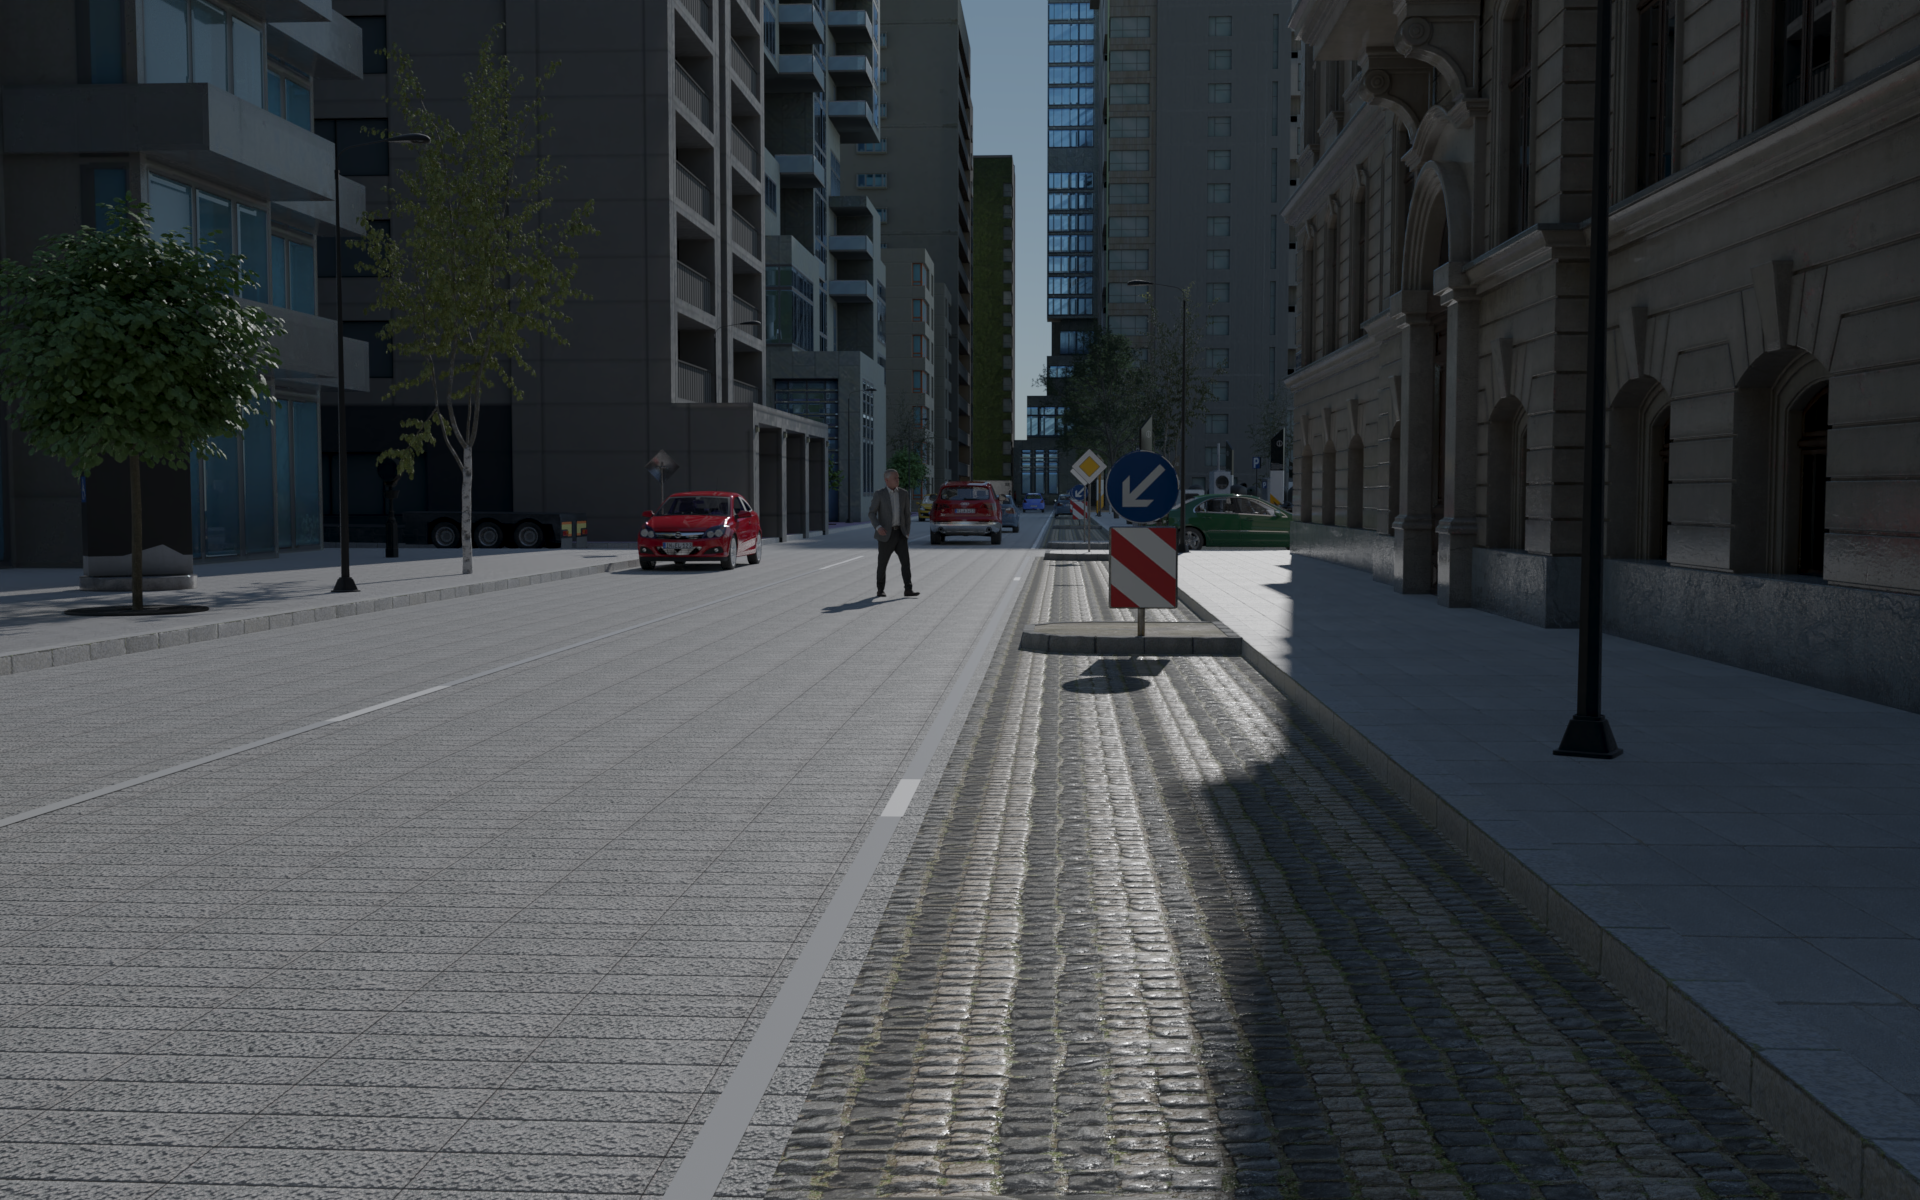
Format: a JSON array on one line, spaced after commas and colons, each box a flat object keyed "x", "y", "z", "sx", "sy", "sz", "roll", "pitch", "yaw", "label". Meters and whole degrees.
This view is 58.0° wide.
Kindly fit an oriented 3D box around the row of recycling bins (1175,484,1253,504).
[{"x": 10.493, "y": -4.072, "z": 73.686, "sx": 3.534, "sy": 1.692, "sz": 1.069, "roll": -1, "pitch": 4, "yaw": -10, "label": "row of recycling bins"}]

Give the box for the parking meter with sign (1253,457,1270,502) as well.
[{"x": 14.641, "y": -5.221, "z": 81.622, "sx": 1.738, "sy": 3.016, "sz": 0.543, "roll": -2, "pitch": 4, "yaw": -28, "label": "parking meter with sign"}]

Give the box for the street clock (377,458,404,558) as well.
[{"x": -11.472, "y": -1.856, "z": 34.923, "sx": 0.471, "sy": 2.002, "sz": 0.358, "roll": 1, "pitch": 4, "yaw": 13, "label": "street clock"}]

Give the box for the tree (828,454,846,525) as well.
[{"x": -5.536, "y": -4.740, "z": 72.099, "sx": 1.663, "sy": 3.219, "sz": 1.824, "roll": 0, "pitch": 3, "yaw": 0, "label": "tree"}]

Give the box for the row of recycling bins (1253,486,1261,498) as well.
[{"x": 14.403, "y": -5.133, "z": 91.036, "sx": 1.069, "sy": 1.692, "sz": 3.534, "roll": -3, "pitch": 5, "yaw": -39, "label": "row of recycling bins"}]

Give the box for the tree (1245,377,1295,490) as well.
[{"x": 19.690, "y": -9.671, "z": 108.488, "sx": 4.360, "sy": 8.622, "sz": 3.978, "roll": 0, "pitch": 3, "yaw": 0, "label": "tree"}]

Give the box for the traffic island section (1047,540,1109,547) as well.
[{"x": 3.348, "y": -1.469, "z": 46.294, "sx": 2.009, "sy": 0.180, "sz": 2.903, "roll": 0, "pitch": 4, "yaw": 3, "label": "traffic island section"}]

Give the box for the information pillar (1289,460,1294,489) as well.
[{"x": 22.518, "y": -7.714, "z": 117.486, "sx": 0.504, "sy": 3.616, "sz": 0.183, "roll": 0, "pitch": 4, "yaw": 5, "label": "information pillar"}]

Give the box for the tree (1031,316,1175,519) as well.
[{"x": 7.928, "y": -9.561, "z": 90.742, "sx": 7.601, "sy": 10.594, "sz": 8.767, "roll": 2, "pitch": 4, "yaw": 33, "label": "tree"}]

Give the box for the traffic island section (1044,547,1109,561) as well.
[{"x": 2.877, "y": -0.981, "z": 38.322, "sx": 2.009, "sy": 0.180, "sz": 2.903, "roll": 0, "pitch": 4, "yaw": 3, "label": "traffic island section"}]

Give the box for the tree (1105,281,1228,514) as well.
[{"x": 7.365, "y": -6.747, "z": 60.679, "sx": 4.360, "sy": 8.622, "sz": 3.978, "roll": 0, "pitch": 3, "yaw": 0, "label": "tree"}]

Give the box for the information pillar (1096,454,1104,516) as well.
[{"x": 8.080, "y": -6.653, "z": 100.127, "sx": 0.504, "sy": 3.616, "sz": 0.183, "roll": -2, "pitch": 4, "yaw": -35, "label": "information pillar"}]

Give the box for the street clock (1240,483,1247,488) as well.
[{"x": 18.447, "y": -6.620, "z": 112.806, "sx": 0.471, "sy": 2.002, "sz": 0.358, "roll": -2, "pitch": 4, "yaw": -30, "label": "street clock"}]

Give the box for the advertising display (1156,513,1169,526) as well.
[{"x": 4.212, "y": -1.883, "z": 35.999, "sx": 0.123, "sy": 1.923, "sz": 0.974, "roll": 1, "pitch": 4, "yaw": 15, "label": "advertising display"}]

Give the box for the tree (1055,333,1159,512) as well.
[{"x": 10.468, "y": -12.506, "z": 122.597, "sx": 7.486, "sy": 12.596, "sz": 7.792, "roll": 0, "pitch": 3, "yaw": 0, "label": "tree"}]

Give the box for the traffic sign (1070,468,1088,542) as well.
[{"x": 3.324, "y": -2.604, "z": 46.218, "sx": 0.795, "sy": 2.450, "sz": 0.064, "roll": 0, "pitch": 4, "yaw": 3, "label": "traffic sign"}]

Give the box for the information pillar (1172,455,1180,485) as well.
[{"x": 12.945, "y": -6.882, "z": 103.880, "sx": 0.504, "sy": 3.616, "sz": 0.183, "roll": 0, "pitch": 4, "yaw": 1, "label": "information pillar"}]

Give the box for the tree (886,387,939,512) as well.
[{"x": -3.435, "y": -10.293, "z": 118.652, "sx": 4.360, "sy": 8.622, "sz": 3.978, "roll": 0, "pitch": 3, "yaw": 0, "label": "tree"}]

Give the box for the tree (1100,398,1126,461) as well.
[{"x": 11.631, "y": -11.033, "z": 130.744, "sx": 4.737, "sy": 8.622, "sz": 4.395, "roll": 0, "pitch": 3, "yaw": 0, "label": "tree"}]

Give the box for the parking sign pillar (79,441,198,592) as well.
[{"x": -11.107, "y": -2.131, "z": 23.315, "sx": 1.447, "sy": 3.967, "sz": 1.447, "roll": -2, "pitch": 4, "yaw": -35, "label": "parking sign pillar"}]

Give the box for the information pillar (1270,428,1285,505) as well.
[{"x": 11.228, "y": -4.274, "z": 61.234, "sx": 0.504, "sy": 3.616, "sz": 0.183, "roll": 2, "pitch": 4, "yaw": 27, "label": "information pillar"}]

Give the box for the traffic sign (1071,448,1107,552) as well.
[{"x": 2.853, "y": -2.116, "z": 38.246, "sx": 0.795, "sy": 2.450, "sz": 0.064, "roll": 0, "pitch": 4, "yaw": 3, "label": "traffic sign"}]

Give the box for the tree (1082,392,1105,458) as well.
[{"x": 9.819, "y": -9.773, "z": 110.150, "sx": 4.360, "sy": 8.622, "sz": 3.978, "roll": 0, "pitch": 3, "yaw": 0, "label": "tree"}]

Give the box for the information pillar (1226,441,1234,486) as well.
[{"x": 11.789, "y": -5.166, "z": 75.813, "sx": 0.183, "sy": 3.616, "sz": 0.504, "roll": -2, "pitch": 4, "yaw": -26, "label": "information pillar"}]

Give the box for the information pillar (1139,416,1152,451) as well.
[{"x": 5.542, "y": -3.689, "z": 51.673, "sx": 0.504, "sy": 3.616, "sz": 0.183, "roll": -3, "pitch": 5, "yaw": -42, "label": "information pillar"}]

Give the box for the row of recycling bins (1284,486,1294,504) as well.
[{"x": 14.950, "y": -4.112, "z": 74.339, "sx": 3.534, "sy": 1.692, "sz": 1.069, "roll": 2, "pitch": 4, "yaw": 34, "label": "row of recycling bins"}]

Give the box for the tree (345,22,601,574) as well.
[{"x": -7.926, "y": -4.739, "z": 27.847, "sx": 4.737, "sy": 8.622, "sz": 4.395, "roll": 0, "pitch": 3, "yaw": 0, "label": "tree"}]

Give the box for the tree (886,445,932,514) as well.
[{"x": -3.510, "y": -7.915, "z": 113.127, "sx": 4.285, "sy": 4.588, "sz": 4.351, "roll": 0, "pitch": 3, "yaw": 0, "label": "tree"}]

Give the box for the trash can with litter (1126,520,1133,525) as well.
[{"x": 7.377, "y": -3.769, "z": 73.012, "sx": 0.624, "sy": 1.170, "sz": 1.055, "roll": -1, "pitch": 4, "yaw": -18, "label": "trash can with litter"}]

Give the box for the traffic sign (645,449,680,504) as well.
[{"x": -6.673, "y": -2.152, "z": 38.827, "sx": 0.795, "sy": 2.450, "sz": 0.064, "roll": 0, "pitch": 4, "yaw": 3, "label": "traffic sign"}]

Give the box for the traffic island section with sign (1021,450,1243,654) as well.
[{"x": 1.581, "y": -0.473, "z": 16.356, "sx": 1.989, "sy": 1.847, "sz": 2.006, "roll": 0, "pitch": 4, "yaw": 3, "label": "traffic island section with sign"}]

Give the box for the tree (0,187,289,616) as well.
[{"x": -9.033, "y": -2.139, "z": 18.692, "sx": 4.285, "sy": 4.588, "sz": 4.351, "roll": 0, "pitch": 3, "yaw": 0, "label": "tree"}]

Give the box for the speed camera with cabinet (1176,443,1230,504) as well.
[{"x": 9.418, "y": -4.450, "z": 67.096, "sx": 2.038, "sy": 3.252, "sz": 0.660, "roll": -1, "pitch": 4, "yaw": -13, "label": "speed camera with cabinet"}]
